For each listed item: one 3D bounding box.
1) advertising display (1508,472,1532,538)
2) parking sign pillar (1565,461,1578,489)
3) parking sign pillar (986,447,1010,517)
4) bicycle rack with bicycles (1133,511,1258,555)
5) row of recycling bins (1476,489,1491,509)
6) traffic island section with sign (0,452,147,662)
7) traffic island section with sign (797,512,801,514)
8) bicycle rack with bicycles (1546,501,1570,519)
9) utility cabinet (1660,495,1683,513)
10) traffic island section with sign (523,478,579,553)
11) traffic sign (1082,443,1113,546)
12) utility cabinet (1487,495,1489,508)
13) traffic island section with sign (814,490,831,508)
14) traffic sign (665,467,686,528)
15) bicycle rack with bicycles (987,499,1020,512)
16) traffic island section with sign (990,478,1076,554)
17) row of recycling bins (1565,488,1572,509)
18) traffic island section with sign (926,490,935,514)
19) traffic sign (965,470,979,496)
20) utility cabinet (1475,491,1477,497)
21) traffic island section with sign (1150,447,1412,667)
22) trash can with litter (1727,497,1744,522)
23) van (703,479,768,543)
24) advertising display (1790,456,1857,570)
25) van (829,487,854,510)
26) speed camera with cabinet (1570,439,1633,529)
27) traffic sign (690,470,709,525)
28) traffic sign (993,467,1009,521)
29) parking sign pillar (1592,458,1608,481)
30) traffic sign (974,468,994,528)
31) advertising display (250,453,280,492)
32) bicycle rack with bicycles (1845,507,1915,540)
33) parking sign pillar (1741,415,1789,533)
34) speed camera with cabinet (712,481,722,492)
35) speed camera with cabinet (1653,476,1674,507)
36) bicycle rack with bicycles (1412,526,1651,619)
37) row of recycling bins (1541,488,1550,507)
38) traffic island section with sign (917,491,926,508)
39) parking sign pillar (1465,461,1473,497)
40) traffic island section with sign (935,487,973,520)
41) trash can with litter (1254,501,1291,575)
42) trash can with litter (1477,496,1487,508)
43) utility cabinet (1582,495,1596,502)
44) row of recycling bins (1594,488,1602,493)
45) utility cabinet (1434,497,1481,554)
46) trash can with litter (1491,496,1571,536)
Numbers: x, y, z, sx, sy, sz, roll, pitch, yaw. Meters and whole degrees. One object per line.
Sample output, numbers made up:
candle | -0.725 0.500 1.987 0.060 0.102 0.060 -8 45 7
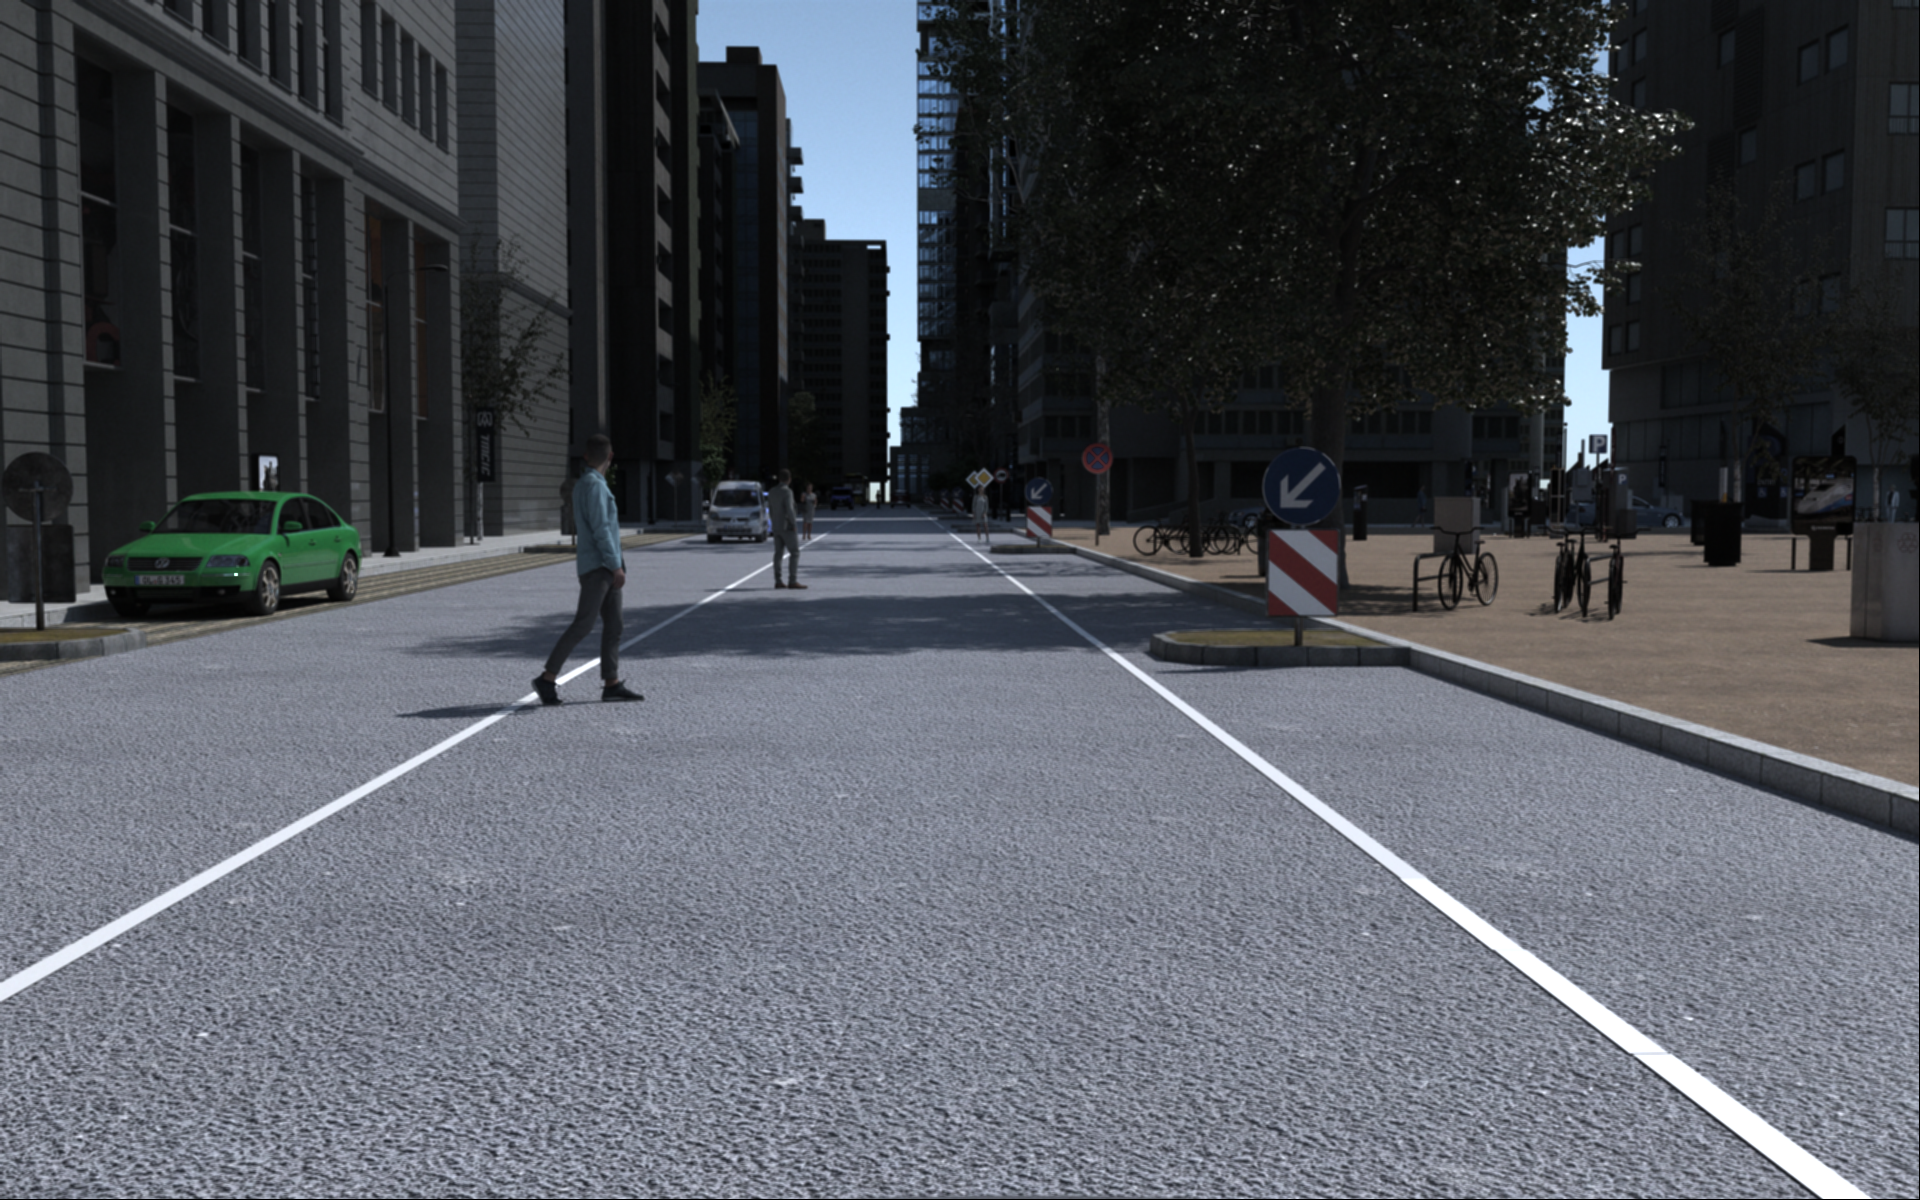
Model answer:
advertising display | 16.388 -2.783 50.711 0.123 1.923 0.974 -1 4 -18
parking sign pillar | 49.817 -9.334 141.087 1.447 3.967 1.447 -2 4 -32
parking sign pillar | 1.977 -6.782 99.352 1.447 3.967 1.447 0 4 1
bicycle rack with bicycles | 5.233 -1.457 37.207 2.925 0.926 2.852 0 4 8
row of recycling bins | 37.435 -7.270 125.983 3.534 1.692 1.069 1 4 22
traffic island section with sign | -8.551 -0.426 15.592 1.989 1.847 2.006 0 4 -2
traffic island section with sign | -12.520 -7.134 125.271 1.989 1.847 2.006 0 4 -2
bicycle rack with bicycles | 30.129 -4.672 89.761 2.852 0.926 2.925 0 4 -7
utility cabinet | 34.566 -4.462 84.120 1.020 1.237 0.306 2 4 26
traffic island section with sign | -9.529 -2.073 42.529 1.989 1.847 2.006 0 4 -2
traffic sign | 3.409 -2.622 42.973 0.768 2.556 0.104 0 4 3
utility cabinet | 41.042 -7.510 133.952 1.020 1.237 0.306 3 4 39
traffic island section with sign | -14.301 -10.146 174.521 1.989 1.847 2.006 0 4 -2
traffic sign | -10.636 -3.739 64.776 0.795 2.450 0.064 0 4 -2
bicycle rack with bicycles | 3.600 -6.939 126.837 2.852 0.926 2.925 -3 5 -45
traffic island section with sign | 1.756 -2.057 42.258 1.989 1.847 2.006 0 4 -2
row of recycling bins | 41.017 -6.652 115.868 1.069 1.692 3.534 2 4 25
traffic island section with sign | -1.245 -7.137 125.323 1.989 1.847 2.006 0 4 -2
traffic sign | 0.613 -4.251 73.151 0.795 2.450 0.064 0 4 -2
utility cabinet | 39.424 -7.585 132.689 1.173 1.500 0.318 3 4 36
traffic island section with sign | 2.736 -0.409 15.320 1.989 1.847 2.006 0 4 -2
trash can with litter | 35.737 -4.172 79.602 1.055 1.170 0.624 2 4 28
van | -6.681 -2.758 52.099 2.013 2.044 4.112 0 4 -4
advertising display | 14.535 -1.466 29.178 0.974 1.923 0.123 1 4 17
van | -10.739 -9.401 158.090 2.240 2.365 5.245 0 4 -1
speed camera with cabinet | 23.222 -4.177 62.632 2.038 3.252 0.660 1 4 17
traffic sign | -10.925 -4.227 72.756 0.795 2.450 0.064 0 4 -2
traffic sign | 1.972 -5.056 82.776 0.768 2.556 0.104 0 4 3
parking sign pillar | 48.275 -8.693 130.599 1.447 3.967 1.447 -3 5 -42
traffic sign | 0.902 -3.763 65.171 0.795 2.450 0.064 0 4 -2
advertising display | -10.939 -1.352 27.318 0.123 1.923 0.974 0 4 -3
bicycle rack with bicycles | 25.796 -2.128 48.173 2.925 0.926 2.852 -2 4 -31
parking sign pillar | 26.680 -4.208 57.280 1.447 3.967 1.447 -2 4 -28
speed camera with cabinet | -16.334 -7.789 121.680 2.038 3.252 0.660 -2 4 -27
speed camera with cabinet | 36.690 -5.870 90.308 0.660 3.252 2.038 3 4 37
bicycle rack with bicycles | 6.348 -0.357 19.227 2.852 0.926 2.925 2 4 31
row of recycling bins | 42.269 -7.311 126.647 3.534 1.692 1.069 -3 5 -44
traffic island section with sign | -3.089 -10.233 175.943 1.989 1.847 2.006 0 4 -2
parking sign pillar | 28.776 -6.703 98.058 1.447 3.967 1.447 1 4 15
traffic island section with sign | -0.257 -5.467 98.019 1.989 1.847 2.006 0 4 -2
trash can with litter | 5.150 -0.964 27.150 1.055 1.170 0.624 0 4 7
trash can with litter | 32.699 -5.956 108.767 0.624 1.170 1.055 2 4 29
utility cabinet | 31.619 -4.609 86.511 1.020 1.237 0.306 2 4 34
row of recycling bins | 40.247 -6.098 106.818 3.534 1.692 1.069 2 4 25
utility cabinet | 10.696 -1.597 37.273 0.306 1.237 1.020 -2 4 -35
trash can with litter | 17.441 -2.578 53.203 1.678 1.210 2.233 -3 5 -42
